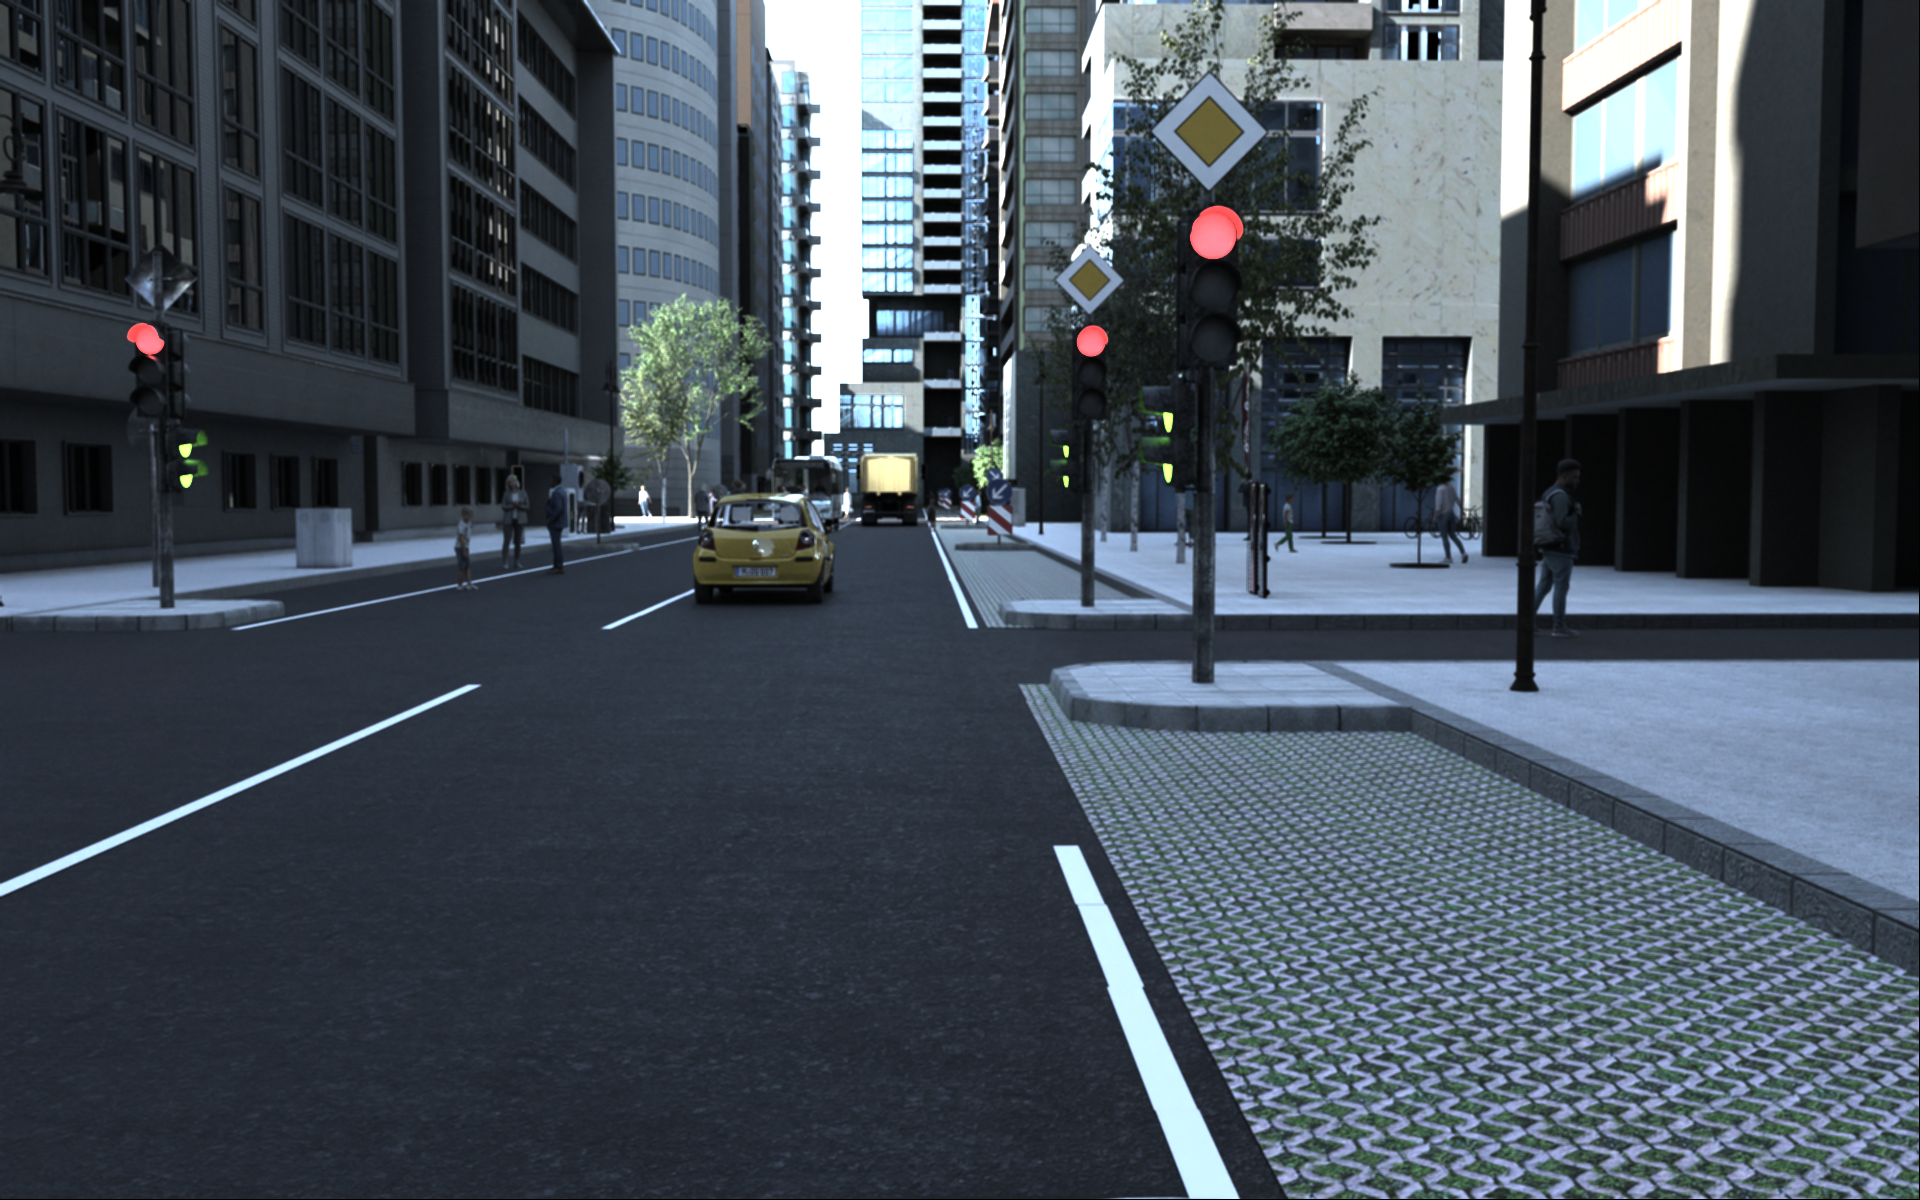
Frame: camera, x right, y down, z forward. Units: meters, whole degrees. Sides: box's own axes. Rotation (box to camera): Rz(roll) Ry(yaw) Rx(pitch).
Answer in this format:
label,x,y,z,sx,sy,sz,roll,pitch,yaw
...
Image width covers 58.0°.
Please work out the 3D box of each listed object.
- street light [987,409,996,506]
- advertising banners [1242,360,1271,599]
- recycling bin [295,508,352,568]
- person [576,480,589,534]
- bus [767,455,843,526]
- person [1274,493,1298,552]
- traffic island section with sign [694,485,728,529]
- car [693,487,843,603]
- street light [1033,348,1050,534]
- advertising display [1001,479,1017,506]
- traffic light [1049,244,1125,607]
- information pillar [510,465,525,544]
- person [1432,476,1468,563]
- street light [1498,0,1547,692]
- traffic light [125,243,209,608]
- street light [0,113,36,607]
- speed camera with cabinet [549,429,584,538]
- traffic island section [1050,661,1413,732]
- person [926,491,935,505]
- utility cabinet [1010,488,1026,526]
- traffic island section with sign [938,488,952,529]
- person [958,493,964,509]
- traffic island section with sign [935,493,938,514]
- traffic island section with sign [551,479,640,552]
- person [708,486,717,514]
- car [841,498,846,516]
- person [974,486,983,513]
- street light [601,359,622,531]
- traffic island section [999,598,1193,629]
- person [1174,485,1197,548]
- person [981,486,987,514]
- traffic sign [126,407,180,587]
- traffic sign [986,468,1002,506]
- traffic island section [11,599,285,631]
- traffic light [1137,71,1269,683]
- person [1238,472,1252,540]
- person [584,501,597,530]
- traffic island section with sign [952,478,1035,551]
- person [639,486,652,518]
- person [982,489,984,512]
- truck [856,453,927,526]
label,x,y,z,sx,sy,sz,roll,pitch,yaw
street light,1.702,-7.412,93.970,0.468,5.910,1.993,0,4,-1
advertising banners,3.767,-1.586,22.118,0.090,3.025,2.074,0,4,1
recycling bin,-11.100,-1.081,30.233,0.722,1.027,0.722,0,4,5
person,-12.159,-3.029,55.841,0.520,1.790,0.573,0,4,3
bus,-7.018,-5.251,80.716,2.948,3.499,13.247,0,4,-1
person,7.201,-1.708,38.213,0.590,1.304,0.306,-1,4,-13
traffic island section with sign,-9.930,-3.866,71.831,1.989,1.847,2.006,0,4,-1
car,-2.673,-0.854,24.179,2.015,1.641,3.980,0,4,-1
street light,2.582,-5.025,54.951,0.468,5.910,1.993,0,4,-1
advertising display,2.077,-4.325,75.925,0.974,1.923,0.123,-2,4,-33
traffic light,1.441,-1.881,19.674,0.839,4.253,0.868,0,4,-1
information pillar,-11.352,-2.443,44.440,0.304,2.012,0.304,-1,4,-21
person,9.196,-1.558,32.194,0.731,1.740,0.598,-3,5,-44
street light,3.688,-2.346,11.139,0.468,5.910,1.993,0,4,-1
traffic light,-8.917,-1.864,19.403,0.839,4.253,0.868,0,4,-1
street light,-11.017,-2.863,19.595,0.468,5.910,1.993,0,4,-1
speed camera with cabinet,-11.796,-3.524,51.957,0.660,3.252,2.038,0,4,1
traffic island section,1.679,0.641,11.807,2.009,0.180,2.903,0,4,-1
person,-2.752,-9.229,159.921,0.750,1.759,0.617,-3,5,-42
utility cabinet,2.273,-3.650,68.361,0.318,1.500,1.173,-1,4,-14
traffic island section with sign,0.189,-3.857,71.686,1.989,1.847,2.006,0,4,-1
person,0.083,-8.535,146.502,0.541,1.710,0.530,1,4,16
traffic island section with sign,-1.030,-6.904,121.513,1.989,1.847,2.006,0,4,-1
traffic island section with sign,-9.246,-2.172,44.140,1.989,1.847,2.006,0,4,-1
person,-14.162,-5.662,99.278,0.551,1.740,0.621,0,4,-3
car,-8.361,-6.217,113.657,2.014,1.417,4.499,0,4,-1
person,1.403,-6.789,117.059,0.705,1.821,1.348,2,4,30
street light,-11.964,-5.306,59.534,0.468,5.910,1.993,0,4,-1
traffic island section,1.481,0.152,19.789,2.009,0.180,2.903,0,4,-1
person,5.356,-2.118,41.014,0.601,1.785,0.444,0,4,-5
person,1.584,-6.539,112.986,0.705,1.821,1.348,-1,4,-11
traffic sign,-11.092,-1.450,23.818,0.768,2.556,0.104,0,4,3
traffic sign,1.658,-5.099,83.475,0.768,2.556,0.104,0,4,2
traffic island section,-8.957,0.168,19.536,2.009,0.180,2.903,0,4,-1
traffic light,1.639,-1.393,11.692,0.839,4.253,0.868,0,4,-1
person,7.984,-2.603,47.970,0.474,1.900,0.648,2,4,30
person,-13.143,-3.389,62.201,0.760,1.731,0.466,-1,4,-11
traffic island section with sign,0.873,-2.187,44.381,1.989,1.847,2.006,0,4,-1
person,-16.445,-5.151,90.935,0.598,1.740,0.731,2,4,24
person,1.589,-7.193,124.458,0.445,1.727,0.742,0,4,-4
truck,-3.265,-5.226,81.369,3.469,3.379,9.791,0,4,-1
